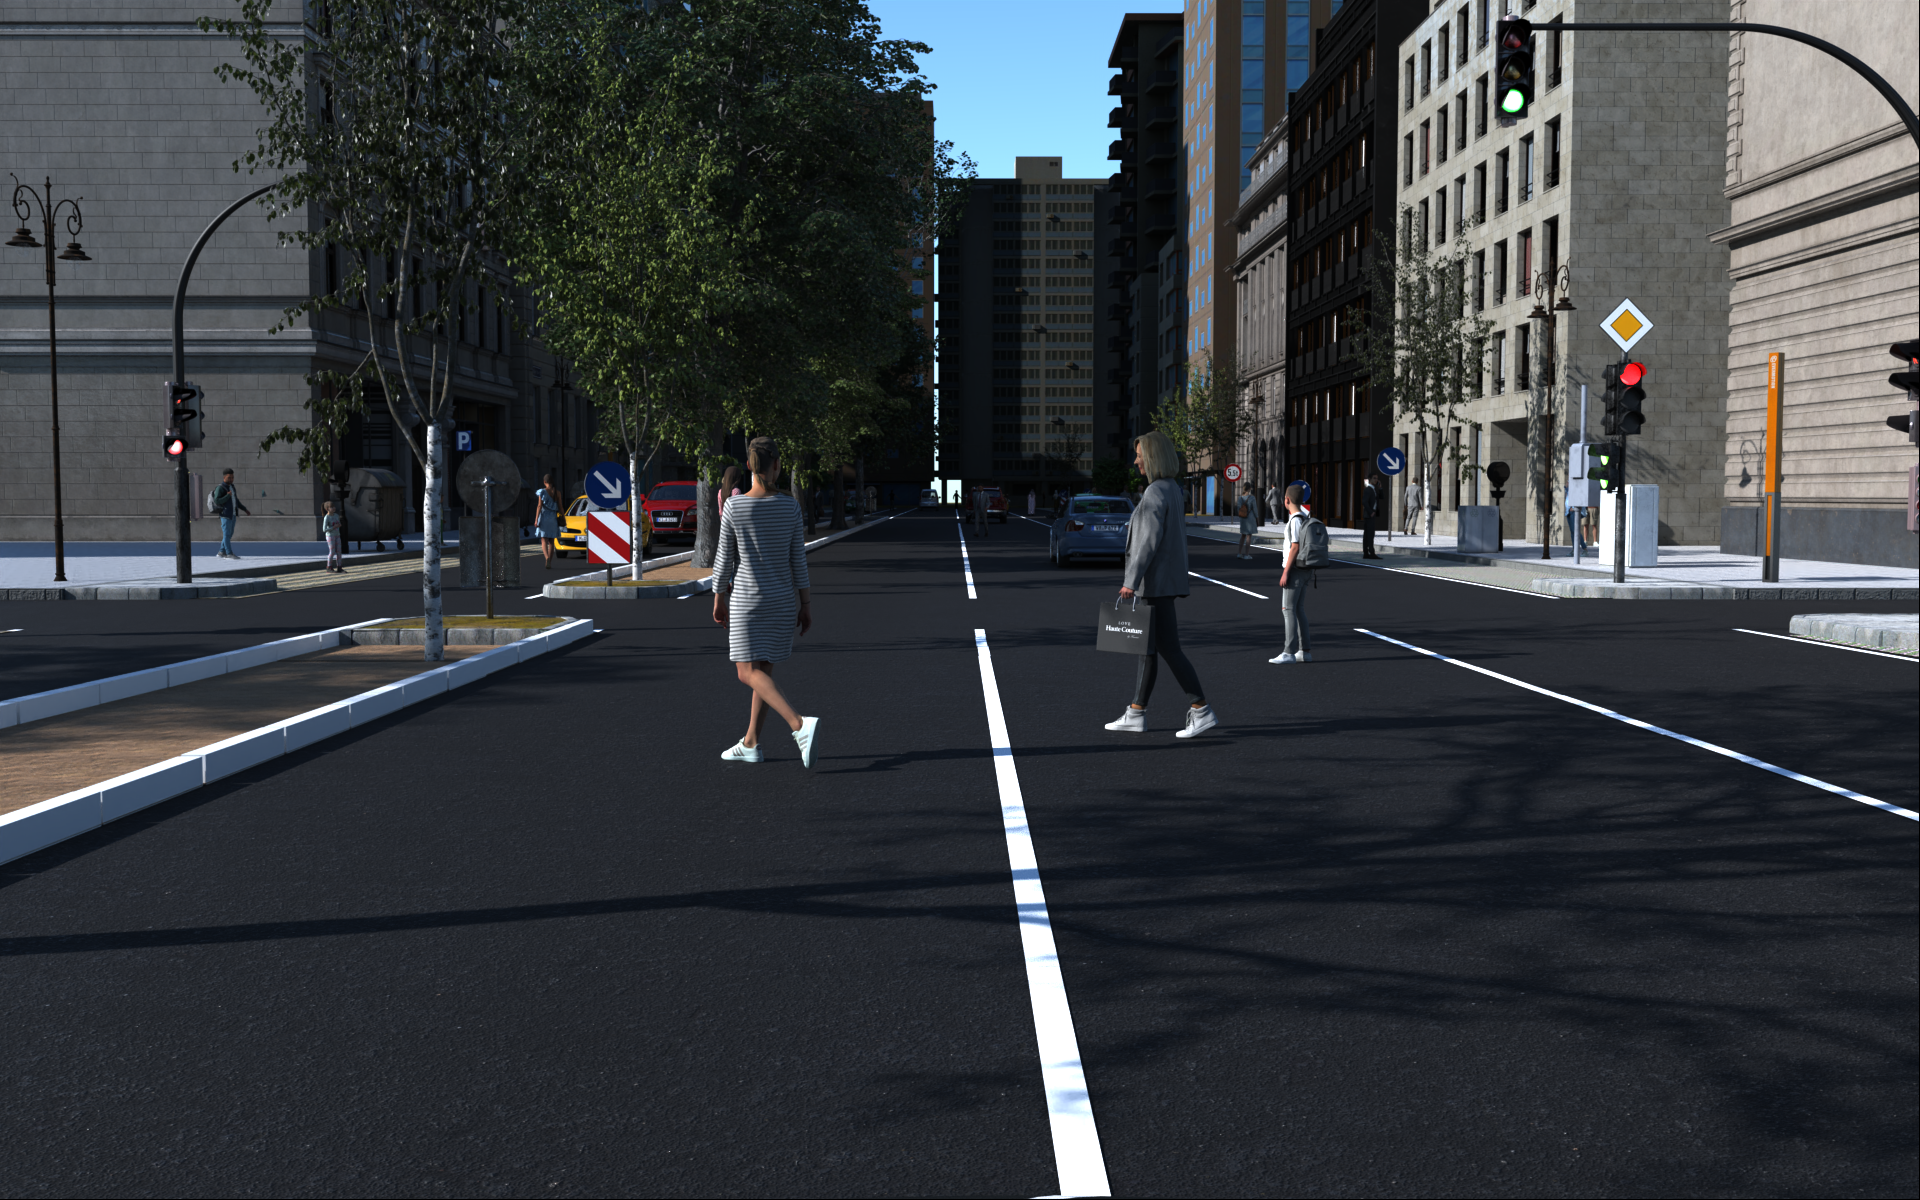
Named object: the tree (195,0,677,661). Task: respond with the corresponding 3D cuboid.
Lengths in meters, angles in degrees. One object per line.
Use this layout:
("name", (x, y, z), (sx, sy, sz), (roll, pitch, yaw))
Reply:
("tree", (-4.524, -3.792, 14.824), (4.360, 8.622, 3.978), (0, 3, 0))

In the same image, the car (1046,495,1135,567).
("car", (2.770, -1.417, 35.172), (2.014, 1.417, 4.499), (0, 4, 0))

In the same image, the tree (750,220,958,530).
("tree", (-4.886, -9.165, 69.308), (9.611, 12.733, 9.660), (0, 3, 0))

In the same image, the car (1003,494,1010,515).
("car", (2.536, -6.789, 121.224), (2.015, 1.641, 3.980), (0, 4, 1))

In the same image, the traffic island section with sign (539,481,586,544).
("traffic island section with sign", (-10.959, -2.533, 50.035), (1.989, 1.847, 2.006), (0, 4, 0))

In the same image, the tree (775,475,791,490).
("tree", (-14.746, -9.266, 146.104), (1.663, 3.219, 1.824), (0, 3, 0))

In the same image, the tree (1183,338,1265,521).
("tree", (12.526, -8.098, 82.758), (4.360, 8.622, 3.978), (0, 3, 0))

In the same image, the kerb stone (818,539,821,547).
("kerb stone", (-3.908, -1.484, 46.537), (0.120, 0.150, 1.000), (0, 4, 0))

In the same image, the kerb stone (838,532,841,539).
("kerb stone", (-3.945, -1.991, 54.744), (0.120, 0.150, 1.000), (0, 4, 0))

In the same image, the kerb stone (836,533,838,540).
("kerb stone", (-3.943, -1.922, 53.718), (0.120, 0.150, 1.000), (0, 4, 0))

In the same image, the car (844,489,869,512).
("car", (-8.289, -7.910, 138.003), (2.281, 1.827, 5.304), (0, 4, 0))

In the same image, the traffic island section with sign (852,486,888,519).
("traffic island section with sign", (-5.160, -5.605, 99.775), (2.006, 1.907, 1.989), (0, 4, 0))

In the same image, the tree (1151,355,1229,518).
("tree", (12.475, -8.683, 92.327), (4.737, 8.622, 4.395), (0, 3, 0))

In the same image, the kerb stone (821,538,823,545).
("kerb stone", (-3.916, -1.551, 47.559), (0.120, 0.150, 1.000), (0, 4, 0))

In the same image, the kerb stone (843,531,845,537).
("kerb stone", (-3.958, -2.116, 56.797), (0.120, 0.150, 1.000), (0, 4, 0))

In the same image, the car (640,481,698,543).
("car", (-7.887, -2.482, 49.248), (2.281, 1.827, 5.304), (0, 4, 0))

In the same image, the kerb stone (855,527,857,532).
("kerb stone", (-3.986, -2.549, 63.967), (0.120, 0.150, 1.000), (0, 4, 0))

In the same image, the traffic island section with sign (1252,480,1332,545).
("traffic island section with sign", (9.458, -2.508, 49.629), (1.989, 1.847, 2.006), (0, 4, 0))

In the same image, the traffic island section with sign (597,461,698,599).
("traffic island section with sign", (-4.868, -1.009, 24.637), (2.006, 1.907, 1.989), (0, 4, 0))

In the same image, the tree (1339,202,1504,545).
("tree", (11.672, -5.681, 43.239), (4.360, 8.622, 3.978), (0, 3, 0))

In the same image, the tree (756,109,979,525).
("tree", (-5.913, -13.631, 81.212), (12.611, 20.169, 13.585), (0, 3, 0))

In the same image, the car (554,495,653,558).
("car", (-8.196, -1.816, 39.909), (2.015, 1.641, 3.980), (0, 4, -1))

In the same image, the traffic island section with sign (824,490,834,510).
("traffic island section with sign", (-11.357, -8.934, 154.692), (1.989, 1.847, 2.006), (0, 4, 0))

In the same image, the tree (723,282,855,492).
("tree", (-5.038, -6.191, 54.047), (4.360, 8.622, 3.978), (0, 3, 0))

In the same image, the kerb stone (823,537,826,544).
("kerb stone", (-3.926, -1.614, 48.581), (0.120, 0.150, 1.000), (0, 4, 0))

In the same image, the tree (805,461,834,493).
("tree", (-13.795, -11.225, 167.245), (4.285, 4.588, 4.351), (0, 3, 0))

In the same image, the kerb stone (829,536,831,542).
("kerb stone", (-3.929, -1.740, 50.643), (0.120, 0.150, 1.000), (0, 4, 0))

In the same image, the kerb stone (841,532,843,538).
("kerb stone", (-3.951, -2.054, 55.774), (0.120, 0.150, 1.000), (0, 4, 0))

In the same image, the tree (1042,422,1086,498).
("tree", (10.766, -13.705, 174.431), (4.360, 8.622, 3.978), (0, 3, 0))

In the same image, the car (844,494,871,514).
("car", (-7.519, -7.111, 128.060), (2.131, 1.459, 4.920), (0, 4, -1))

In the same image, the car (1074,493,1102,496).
("car", (6.106, -4.547, 83.141), (1.959, 1.807, 4.718), (0, 4, -2))

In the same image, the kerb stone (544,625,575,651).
("kerb stone", (-3.797, 0.367, 16.197), (0.120, 0.150, 1.000), (0, 4, 0))

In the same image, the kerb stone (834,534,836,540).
("kerb stone", (-3.943, -1.865, 52.691), (0.120, 0.150, 1.000), (0, 4, 0))

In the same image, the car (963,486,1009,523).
("car", (1.295, -4.731, 86.026), (2.281, 1.827, 5.304), (0, 4, 0))

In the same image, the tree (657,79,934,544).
("tree", (-4.604, -7.788, 47.917), (7.486, 12.596, 7.792), (0, 3, 0))

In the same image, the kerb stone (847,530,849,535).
("kerb stone", (-3.955, -2.241, 58.841), (0.120, 0.150, 1.000), (0, 4, 0))

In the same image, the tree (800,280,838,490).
("tree", (-4.907, -5.429, 41.583), (4.737, 8.622, 4.395), (0, 3, 0))

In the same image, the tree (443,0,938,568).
("tree", (-4.888, -7.595, 33.285), (9.857, 13.997, 8.962), (0, 3, 0))

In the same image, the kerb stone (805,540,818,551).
("kerb stone", (-3.910, -1.425, 45.514), (0.120, 0.150, 1.000), (0, 4, 0))

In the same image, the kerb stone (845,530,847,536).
("kerb stone", (-3.960, -2.179, 57.819), (0.120, 0.150, 1.000), (0, 4, 0))

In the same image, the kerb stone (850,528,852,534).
("kerb stone", (-3.969, -2.365, 60.895), (0.120, 0.150, 1.000), (0, 4, 0))

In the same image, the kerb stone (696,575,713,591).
("kerb stone", (-3.841, -0.234, 26.024), (0.120, 0.150, 1.000), (0, 4, 0))

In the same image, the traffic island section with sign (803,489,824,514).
("traffic island section with sign", (-11.260, -7.256, 127.260), (1.989, 1.847, 2.006), (0, 4, 0))

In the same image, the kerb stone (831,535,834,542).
("kerb stone", (-3.934, -1.797, 51.666), (0.120, 0.150, 1.000), (0, 4, 0))

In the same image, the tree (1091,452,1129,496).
("tree", (11.623, -9.224, 134.534), (4.285, 4.588, 4.351), (0, 3, 0))

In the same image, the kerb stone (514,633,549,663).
("kerb stone", (-3.798, 0.429, 15.175), (0.120, 0.150, 1.000), (0, 4, 0))

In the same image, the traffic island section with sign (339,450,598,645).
("traffic island section with sign", (-4.850, -0.556, 17.230), (2.006, 1.907, 1.989), (0, 4, 0))

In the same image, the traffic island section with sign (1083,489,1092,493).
("traffic island section with sign", (9.173, -7.227, 126.785), (1.989, 1.847, 2.006), (0, 4, 0))

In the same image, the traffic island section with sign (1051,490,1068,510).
("traffic island section with sign", (9.065, -8.875, 153.739), (1.989, 1.847, 2.006), (0, 4, 0))

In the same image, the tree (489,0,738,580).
("tree", (-4.848, -4.463, 25.787), (4.737, 8.622, 4.395), (0, 3, 0))

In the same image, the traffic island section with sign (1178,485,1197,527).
("traffic island section with sign", (9.353, -4.156, 76.584), (1.989, 1.847, 2.006), (0, 4, 0))

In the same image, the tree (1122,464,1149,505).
("tree", (11.227, -7.192, 112.182), (1.663, 3.219, 1.824), (0, 3, 0))

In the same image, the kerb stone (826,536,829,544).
("kerb stone", (-3.926, -1.677, 49.616), (0.120, 0.150, 1.000), (0, 4, 0))

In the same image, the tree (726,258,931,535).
("tree", (-5.169, -7.573, 60.682), (8.767, 10.594, 7.601), (0, 4, 0))

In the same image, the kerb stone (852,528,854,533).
("kerb stone", (-3.975, -2.430, 61.923), (0.120, 0.150, 1.000), (0, 4, 0))

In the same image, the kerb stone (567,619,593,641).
("kerb stone", (-3.812, 0.304, 17.222), (0.120, 0.150, 1.000), (0, 4, 0))
